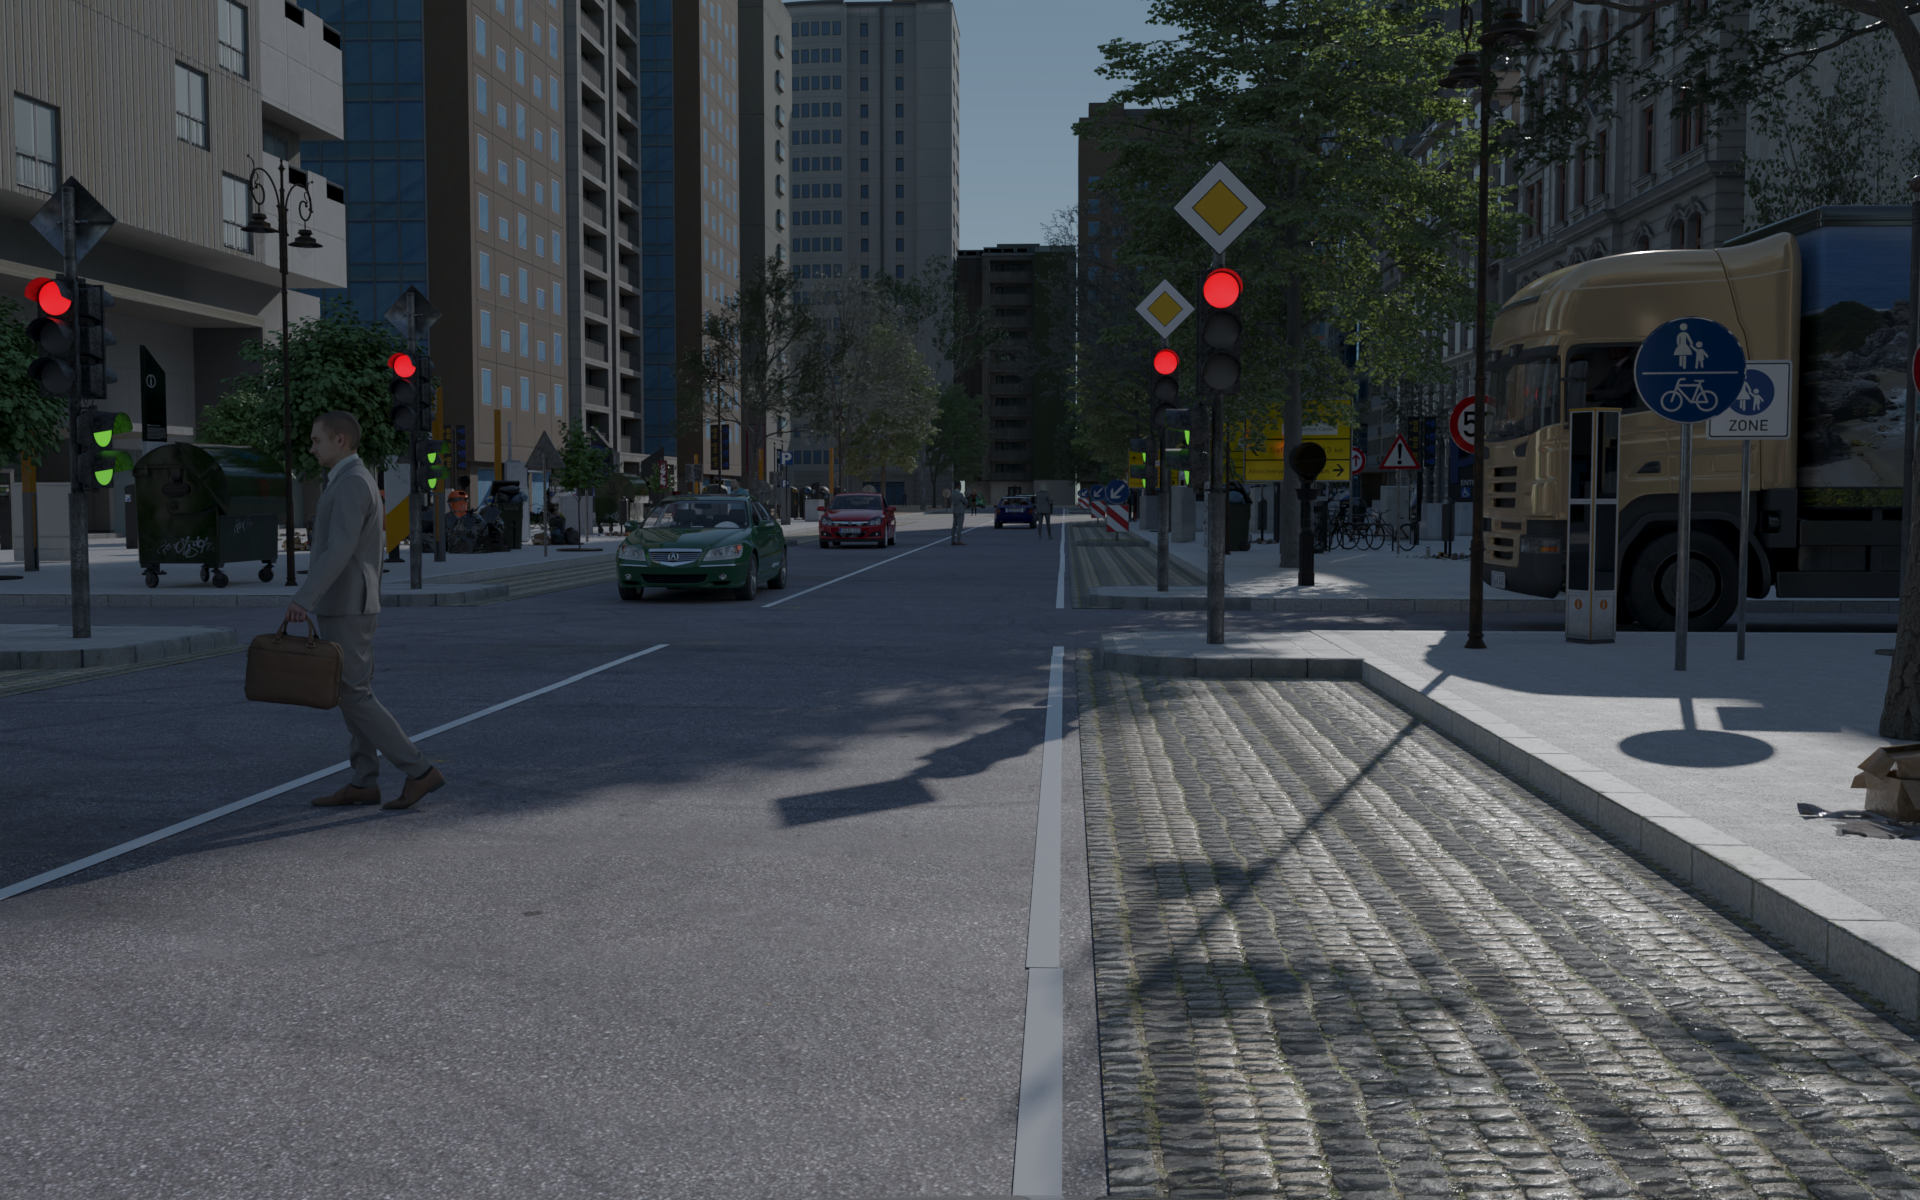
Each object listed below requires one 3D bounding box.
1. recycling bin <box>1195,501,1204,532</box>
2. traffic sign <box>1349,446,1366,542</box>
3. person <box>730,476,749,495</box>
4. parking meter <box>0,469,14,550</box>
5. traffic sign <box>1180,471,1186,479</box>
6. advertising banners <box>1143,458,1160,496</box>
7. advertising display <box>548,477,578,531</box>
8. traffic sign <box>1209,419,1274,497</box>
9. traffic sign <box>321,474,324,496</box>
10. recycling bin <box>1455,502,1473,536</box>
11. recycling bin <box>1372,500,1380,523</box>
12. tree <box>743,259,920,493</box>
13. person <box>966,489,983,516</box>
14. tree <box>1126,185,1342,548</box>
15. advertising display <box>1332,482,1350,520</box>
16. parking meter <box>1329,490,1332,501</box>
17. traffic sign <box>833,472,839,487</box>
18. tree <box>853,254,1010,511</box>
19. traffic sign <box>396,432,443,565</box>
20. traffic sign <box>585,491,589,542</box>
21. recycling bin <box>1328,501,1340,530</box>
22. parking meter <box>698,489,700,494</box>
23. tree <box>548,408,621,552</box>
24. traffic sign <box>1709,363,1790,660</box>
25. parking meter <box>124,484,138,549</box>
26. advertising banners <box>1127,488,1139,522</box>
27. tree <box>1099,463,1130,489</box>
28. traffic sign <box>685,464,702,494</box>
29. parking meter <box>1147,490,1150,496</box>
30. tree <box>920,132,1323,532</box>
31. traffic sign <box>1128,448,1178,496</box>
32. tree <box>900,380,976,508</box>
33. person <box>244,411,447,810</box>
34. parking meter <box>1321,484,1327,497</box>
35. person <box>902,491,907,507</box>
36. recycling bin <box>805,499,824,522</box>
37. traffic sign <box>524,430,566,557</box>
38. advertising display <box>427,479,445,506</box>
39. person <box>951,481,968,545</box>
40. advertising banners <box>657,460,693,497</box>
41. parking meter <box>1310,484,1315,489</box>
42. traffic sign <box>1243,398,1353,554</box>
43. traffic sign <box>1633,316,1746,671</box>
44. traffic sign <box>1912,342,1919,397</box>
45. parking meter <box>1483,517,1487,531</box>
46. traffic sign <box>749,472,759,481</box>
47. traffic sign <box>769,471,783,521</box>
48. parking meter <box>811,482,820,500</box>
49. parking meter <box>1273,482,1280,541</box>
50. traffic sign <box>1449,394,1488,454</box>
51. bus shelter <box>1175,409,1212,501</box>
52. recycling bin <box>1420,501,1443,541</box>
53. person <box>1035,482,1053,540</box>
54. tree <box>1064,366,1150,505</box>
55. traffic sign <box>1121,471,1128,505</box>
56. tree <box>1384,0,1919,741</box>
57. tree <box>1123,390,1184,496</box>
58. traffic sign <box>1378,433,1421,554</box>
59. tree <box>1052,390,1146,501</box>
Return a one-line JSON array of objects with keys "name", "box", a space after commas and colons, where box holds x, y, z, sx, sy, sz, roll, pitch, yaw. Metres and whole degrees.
[{"name": "recycling bin", "box": [8.371, -2.872, 59.510, 0.722, 1.027, 0.722, 0, 4, 6]}, {"name": "traffic sign", "box": [10.461, -2.828, 46.336, 0.768, 2.556, 0.104, 0, 4, 6]}, {"name": "person", "box": [-4.607, -1.724, 36.715, 0.660, 1.820, 0.620, 3, 4, 36]}, {"name": "parking meter", "box": [-21.952, -2.091, 39.895, 0.255, 1.863, 0.399, -1, 4, -15]}, {"name": "traffic sign", "box": [6.669, -2.949, 50.342, 0.606, 2.300, 0.079, 1, 4, 8]}, {"name": "advertising banners", "box": [7.875, -4.502, 69.787, 0.090, 3.025, 2.074, -1, 4, -23]}, {"name": "advertising display", "box": [-13.690, -3.337, 59.769, 0.974, 1.923, 0.123, -1, 4, -10]}, {"name": "traffic sign", "box": [7.899, -3.256, 47.110, 2.265, 3.308, 0.079, 0, 4, 4]}, {"name": "traffic sign", "box": [-12.109, -2.013, 32.908, 0.884, 2.594, 0.081, 1, 4, 11]}, {"name": "recycling bin", "box": [15.679, -2.503, 53.484, 0.722, 1.027, 0.722, 0, 4, -1]}, {"name": "recycling bin", "box": [17.738, -3.673, 72.600, 0.722, 1.027, 0.722, 0, 4, -8]}, {"name": "tree", "box": [-6.227, -11.055, 91.112, 12.009, 13.543, 11.850, 0, 3, 0]}, {"name": "person", "box": [0.903, -6.470, 114.798, 1.217, 1.766, 0.721, 1, 4, 12]}, {"name": "tree", "box": [6.156, -5.560, 41.276, 4.737, 8.622, 4.395, 0, 3, 0]}, {"name": "advertising display", "box": [18.633, -4.847, 84.467, 0.974, 1.923, 0.123, 0, 4, 6]}, {"name": "parking meter", "box": [20.818, -5.402, 96.739, 0.372, 1.533, 0.369, 0, 3, 0]}, {"name": "traffic sign", "box": [-6.959, -6.016, 98.467, 0.768, 2.556, 0.104, 0, 4, 5]}, {"name": "tree", "box": [-1.647, -17.058, 134.780, 12.611, 20.169, 13.585, 0, 3, 0]}, {"name": "traffic sign", "box": [-9.523, -1.864, 30.484, 0.884, 2.594, 0.081, 1, 4, 10]}, {"name": "traffic sign", "box": [-10.034, -2.840, 46.539, 0.768, 2.556, 0.104, 1, 4, 12]}, {"name": "recycling bin", "box": [13.053, -2.998, 61.573, 0.722, 1.027, 0.722, 0, 4, -3]}, {"name": "parking meter", "box": [-14.142, -5.182, 93.141, 0.372, 1.533, 0.369, 0, 3, 0]}, {"name": "tree", "box": [-8.516, -2.703, 38.790, 1.663, 3.219, 1.824, 0, 3, 0]}, {"name": "traffic sign", "box": [6.037, -0.685, 13.324, 0.606, 2.300, 0.079, 1, 4, 9]}, {"name": "parking meter", "box": [-19.362, -1.968, 40.593, 0.372, 1.533, 0.369, 0, 3, 0]}, {"name": "advertising banners", "box": [8.100, -5.138, 80.196, 0.090, 3.025, 2.074, 2, 4, 25]}, {"name": "tree", "box": [13.716, -10.167, 149.949, 4.285, 4.588, 4.351, 0, 3, 0]}, {"name": "traffic sign", "box": [-9.002, -3.453, 58.579, 0.606, 2.300, 0.079, 1, 4, 13]}, {"name": "parking meter", "box": [9.077, -4.779, 83.854, 0.255, 1.863, 0.399, 0, 4, 5]}, {"name": "tree", "box": [7.063, -9.045, 58.263, 12.009, 13.543, 11.850, 0, 3, 0]}, {"name": "traffic sign", "box": [8.625, -5.103, 77.305, 2.265, 3.308, 0.079, 1, 4, 11]}, {"name": "tree", "box": [-2.414, -14.221, 158.262, 9.928, 11.665, 9.643, 0, 3, 0]}, {"name": "person", "box": [-2.808, 0.043, 7.918, 0.853, 1.813, 0.709, -1, 4, -19]}, {"name": "parking meter", "box": [20.478, -5.598, 97.233, 0.399, 1.863, 0.255, 2, 4, 25]}, {"name": "person", "box": [-5.765, -10.461, 180.464, 0.541, 1.710, 0.530, 1, 4, 15]}, {"name": "recycling bin", "box": [-6.765, -4.161, 80.581, 0.722, 1.027, 0.722, 1, 4, 15]}, {"name": "traffic sign", "box": [-8.490, -2.167, 35.427, 0.884, 2.594, 0.081, 1, 4, 8]}, {"name": "advertising display", "box": [-19.038, -3.532, 62.963, 0.123, 1.923, 0.974, 1, 4, 16]}, {"name": "person", "box": [0.002, -2.446, 48.665, 0.511, 1.800, 0.466, 3, 5, 42]}, {"name": "advertising banners", "box": [-14.655, -5.715, 89.623, 2.074, 3.025, 0.090, -2, 4, -30]}, {"name": "parking meter", "box": [16.997, -4.786, 83.959, 0.399, 1.863, 0.255, 2, 4, 28]}, {"name": "traffic sign", "box": [7.164, -2.625, 36.796, 2.265, 3.308, 0.079, 1, 4, 11]}, {"name": "traffic sign", "box": [5.243, -0.760, 12.525, 0.768, 2.556, 0.104, 1, 4, 9]}, {"name": "traffic sign", "box": [7.093, -0.742, 12.233, 0.768, 2.556, 0.104, 1, 4, 10]}, {"name": "parking meter", "box": [12.359, -2.133, 40.581, 0.255, 1.863, 0.399, -2, 4, -30]}, {"name": "traffic sign", "box": [-9.431, -4.747, 79.743, 0.606, 2.300, 0.079, 0, 4, 7]}, {"name": "traffic sign", "box": [-8.272, -4.630, 77.834, 0.606, 2.300, 0.079, 0, 4, 6]}, {"name": "parking meter", "box": [-7.069, -4.822, 84.548, 0.399, 1.863, 0.255, 2, 4, 32]}, {"name": "parking meter", "box": [8.652, -2.514, 46.809, 0.255, 1.863, 0.399, -1, 4, -9]}, {"name": "traffic sign", "box": [6.614, -1.347, 22.123, 0.768, 2.556, 0.104, 0, 4, 6]}, {"name": "bus shelter", "box": [9.824, -5.669, 70.316, 2.179, 5.291, 8.768, 0, 4, 4]}, {"name": "recycling bin", "box": [13.145, -2.175, 48.109, 0.722, 1.027, 0.722, -1, 4, -12]}, {"name": "person", "box": [2.628, -2.805, 54.544, 0.537, 1.800, 0.526, 2, 4, 34]}, {"name": "tree", "box": [11.591, -12.540, 130.778, 9.928, 11.665, 9.643, 0, 3, 0]}, {"name": "traffic sign", "box": [9.090, -5.775, 94.424, 0.884, 2.594, 0.081, 0, 4, 6]}, {"name": "tree", "box": [4.929, -4.528, 8.451, 8.767, 10.594, 7.601, 0, 4, 8]}, {"name": "tree", "box": [10.847, -9.203, 100.833, 4.360, 8.622, 3.978, 0, 3, 0]}, {"name": "traffic sign", "box": [9.389, -2.265, 37.035, 0.884, 2.594, 0.081, 0, 4, 8]}, {"name": "tree", "box": [13.370, -15.261, 166.531, 9.611, 12.733, 9.660, 0, 3, 0]}]
